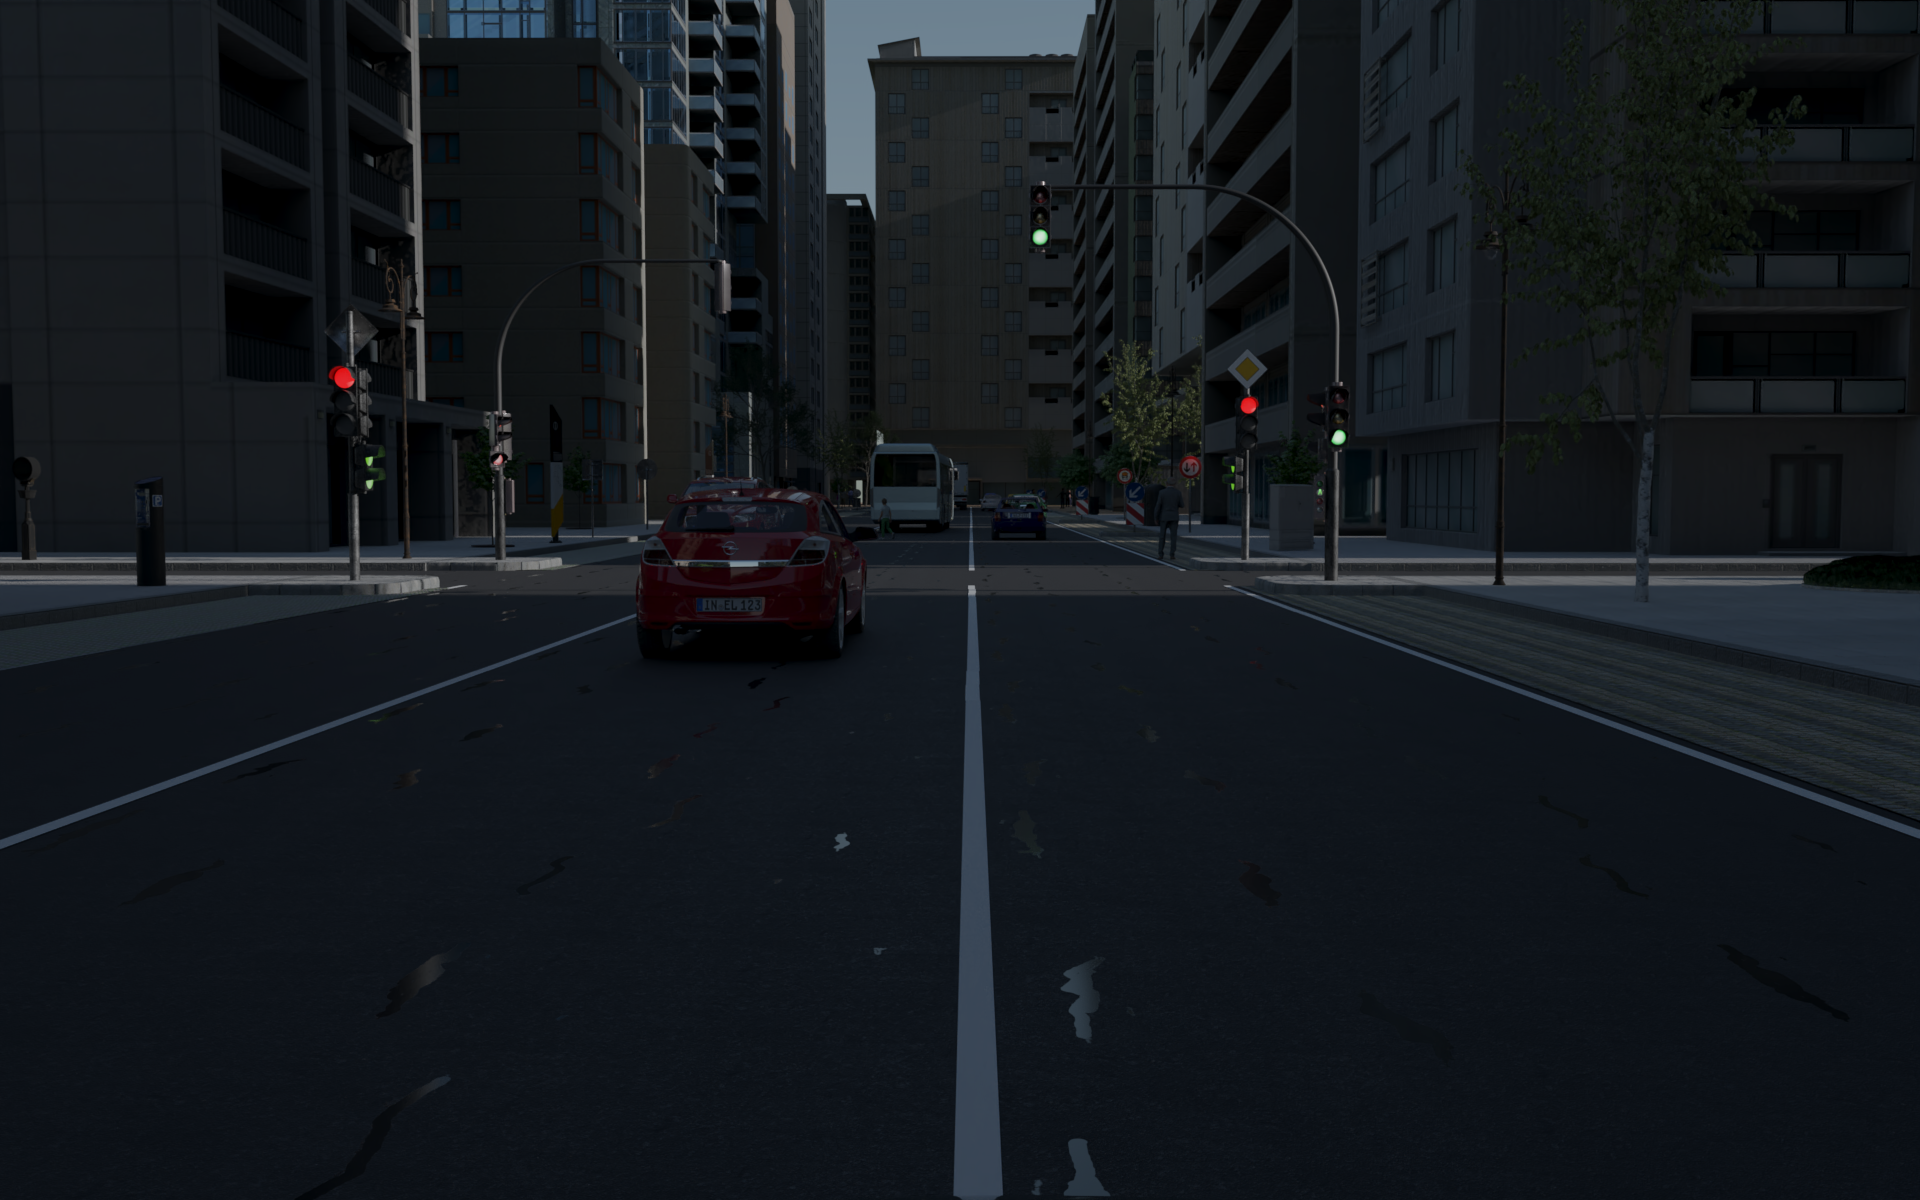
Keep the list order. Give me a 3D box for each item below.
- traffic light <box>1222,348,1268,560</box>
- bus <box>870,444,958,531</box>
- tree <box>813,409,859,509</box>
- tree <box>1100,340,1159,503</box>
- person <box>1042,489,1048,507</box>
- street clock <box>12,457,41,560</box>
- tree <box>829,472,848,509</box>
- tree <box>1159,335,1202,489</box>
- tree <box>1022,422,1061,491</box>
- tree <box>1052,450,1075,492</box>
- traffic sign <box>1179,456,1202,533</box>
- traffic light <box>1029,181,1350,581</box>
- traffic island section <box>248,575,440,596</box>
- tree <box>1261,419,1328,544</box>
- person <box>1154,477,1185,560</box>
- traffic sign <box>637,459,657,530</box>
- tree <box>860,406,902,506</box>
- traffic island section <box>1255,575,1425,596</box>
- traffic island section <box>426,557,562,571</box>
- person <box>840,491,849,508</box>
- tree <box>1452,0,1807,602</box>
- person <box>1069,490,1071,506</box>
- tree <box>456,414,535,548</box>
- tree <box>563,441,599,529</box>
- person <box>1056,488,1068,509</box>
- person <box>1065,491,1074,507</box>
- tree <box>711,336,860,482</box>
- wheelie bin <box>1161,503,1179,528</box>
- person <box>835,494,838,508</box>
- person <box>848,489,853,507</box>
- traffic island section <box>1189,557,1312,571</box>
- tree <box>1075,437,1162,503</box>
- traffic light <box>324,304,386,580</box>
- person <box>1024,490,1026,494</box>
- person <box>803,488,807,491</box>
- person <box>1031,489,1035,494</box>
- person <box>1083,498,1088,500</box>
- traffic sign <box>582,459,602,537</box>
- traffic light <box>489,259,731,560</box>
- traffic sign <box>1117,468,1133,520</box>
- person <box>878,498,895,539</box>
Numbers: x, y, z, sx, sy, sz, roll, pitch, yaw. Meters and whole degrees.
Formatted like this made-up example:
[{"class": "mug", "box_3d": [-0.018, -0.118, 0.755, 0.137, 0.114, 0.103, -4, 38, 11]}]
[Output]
[{"class": "traffic light", "box_3d": [5.524, -2.731, 33.567, 0.839, 4.253, 0.868, 0, 4, 0]}, {"class": "bus", "box_3d": [-1.754, -4.580, 69.750, 2.948, 3.499, 13.247, 0, 4, 2]}, {"class": "tree", "box_3d": [-10.436, -12.046, 147.322, 4.737, 8.622, 4.395, 0, 3, 0]}, {"class": "tree", "box_3d": [8.501, -8.063, 82.199, 4.737, 8.622, 4.395, 0, 3, 0]}, {"class": "person", "box_3d": [8.432, -10.123, 172.112, 0.434, 1.755, 0.990, -2, 4, -28]}, {"class": "street clock", "box_3d": [-18.100, -1.777, 33.621, 0.471, 2.002, 0.358, 1, 4, 13]}, {"class": "tree", "box_3d": [-10.789, -9.745, 153.937, 1.663, 3.219, 1.824, 0, 3, 0]}, {"class": "tree", "box_3d": [11.314, -7.739, 76.887, 4.737, 8.622, 4.395, 0, 3, 0]}, {"class": "tree", "box_3d": [8.437, -13.855, 176.896, 4.737, 8.622, 4.395, 0, 3, 0]}, {"class": "tree", "box_3d": [8.197, -8.522, 123.049, 4.285, 4.588, 4.351, 0, 3, 0]}, {"class": "traffic sign", "box_3d": [7.649, -3.514, 57.559, 0.768, 2.556, 0.104, 0, 4, 6]}, {"class": "traffic light", "box_3d": [3.381, -3.106, 25.454, 4.771, 5.953, 1.251, 0, 4, 0]}, {"class": "traffic island section", "box_3d": [-9.027, -0.215, 25.792, 2.009, 0.180, 2.903, 0, 4, 0]}, {"class": "tree", "box_3d": [8.602, -3.064, 44.697, 1.663, 3.219, 1.824, 0, 3, 0]}, {"class": "person", "box_3d": [4.570, -1.785, 37.866, 0.661, 1.801, 0.590, 0, 4, 1]}, {"class": "traffic sign", "box_3d": [-11.260, -3.804, 62.296, 0.768, 2.556, 0.104, 0, 4, 6]}, {"class": "tree", "box_3d": [-9.716, -15.262, 183.940, 7.601, 10.594, 8.767, 1, 4, 10]}, {"class": "traffic island section", "box_3d": [5.514, -0.209, 25.696, 2.009, 0.180, 2.903, 0, 4, 0]}, {"class": "traffic island section", "box_3d": [-8.977, -0.703, 33.777, 2.009, 0.180, 2.903, 0, 4, 0]}, {"class": "person", "box_3d": [-11.083, -9.662, 164.025, 1.348, 1.824, 0.705, 1, 4, 22]}, {"class": "tree", "box_3d": [8.121, -4.296, 20.601, 4.737, 8.622, 4.395, 0, 3, 0]}, {"class": "person", "box_3d": [11.640, -10.842, 184.241, 0.436, 1.711, 0.756, -1, 4, -17]}, {"class": "tree", "box_3d": [-11.415, -2.892, 41.889, 1.663, 3.219, 1.824, 0, 3, 0]}, {"class": "tree", "box_3d": [-13.795, -4.199, 63.249, 1.663, 3.219, 1.824, 0, 3, 0]}, {"class": "person", "box_3d": [9.060, -9.011, 153.400, 1.348, 1.821, 0.705, -3, 4, -37]}, {"class": "person", "box_3d": [10.545, -10.019, 169.993, 1.348, 1.807, 0.705, 2, 4, 26]}, {"class": "tree", "box_3d": [-11.678, -10.275, 102.406, 7.601, 10.594, 8.767, 2, 4, 30]}, {"class": "wheelie bin", "box_3d": [7.929, -3.515, 65.379, 0.693, 1.594, 0.980, 0, 4, 1]}, {"class": "person", "box_3d": [-11.133, -9.032, 156.945, 0.599, 1.433, 0.991, -2, 4, -24]}, {"class": "person", "box_3d": [-10.948, -10.276, 173.916, 0.709, 1.838, 0.599, 0, 4, -5]}, {"class": "traffic island section", "box_3d": [5.564, -0.697, 33.681, 2.009, 0.180, 2.903, 0, 4, 0]}, {"class": "tree", "box_3d": [8.991, -6.599, 91.614, 4.285, 4.588, 4.351, 0, 3, 0]}, {"class": "traffic light", "box_3d": [-8.987, -2.247, 25.657, 0.839, 4.253, 0.868, 0, 4, 0]}, {"class": "person", "box_3d": [5.736, -8.698, 151.240, 1.217, 1.766, 0.721, 3, 5, 39]}, {"class": "person", "box_3d": [-11.437, -7.431, 128.202, 0.551, 1.740, 0.621, 0, 4, 2]}, {"class": "person", "box_3d": [5.642, -7.580, 132.390, 0.705, 1.831, 1.348, 3, 5, 43]}, {"class": "person", "box_3d": [10.437, -8.520, 145.798, 0.568, 1.767, 0.683, 2, 4, 32]}, {"class": "traffic sign", "box_3d": [-10.864, -3.001, 51.189, 0.606, 2.300, 0.079, 0, 4, 2]}, {"class": "traffic light", "box_3d": [-6.845, -3.608, 33.664, 4.771, 5.953, 1.251, 0, 4, 0]}, {"class": "traffic sign", "box_3d": [8.106, -5.206, 85.224, 0.768, 2.556, 0.104, 1, 4, 8]}, {"class": "person", "box_3d": [-2.321, -2.565, 54.687, 0.590, 1.304, 0.306, 3, 4, 38]}]
